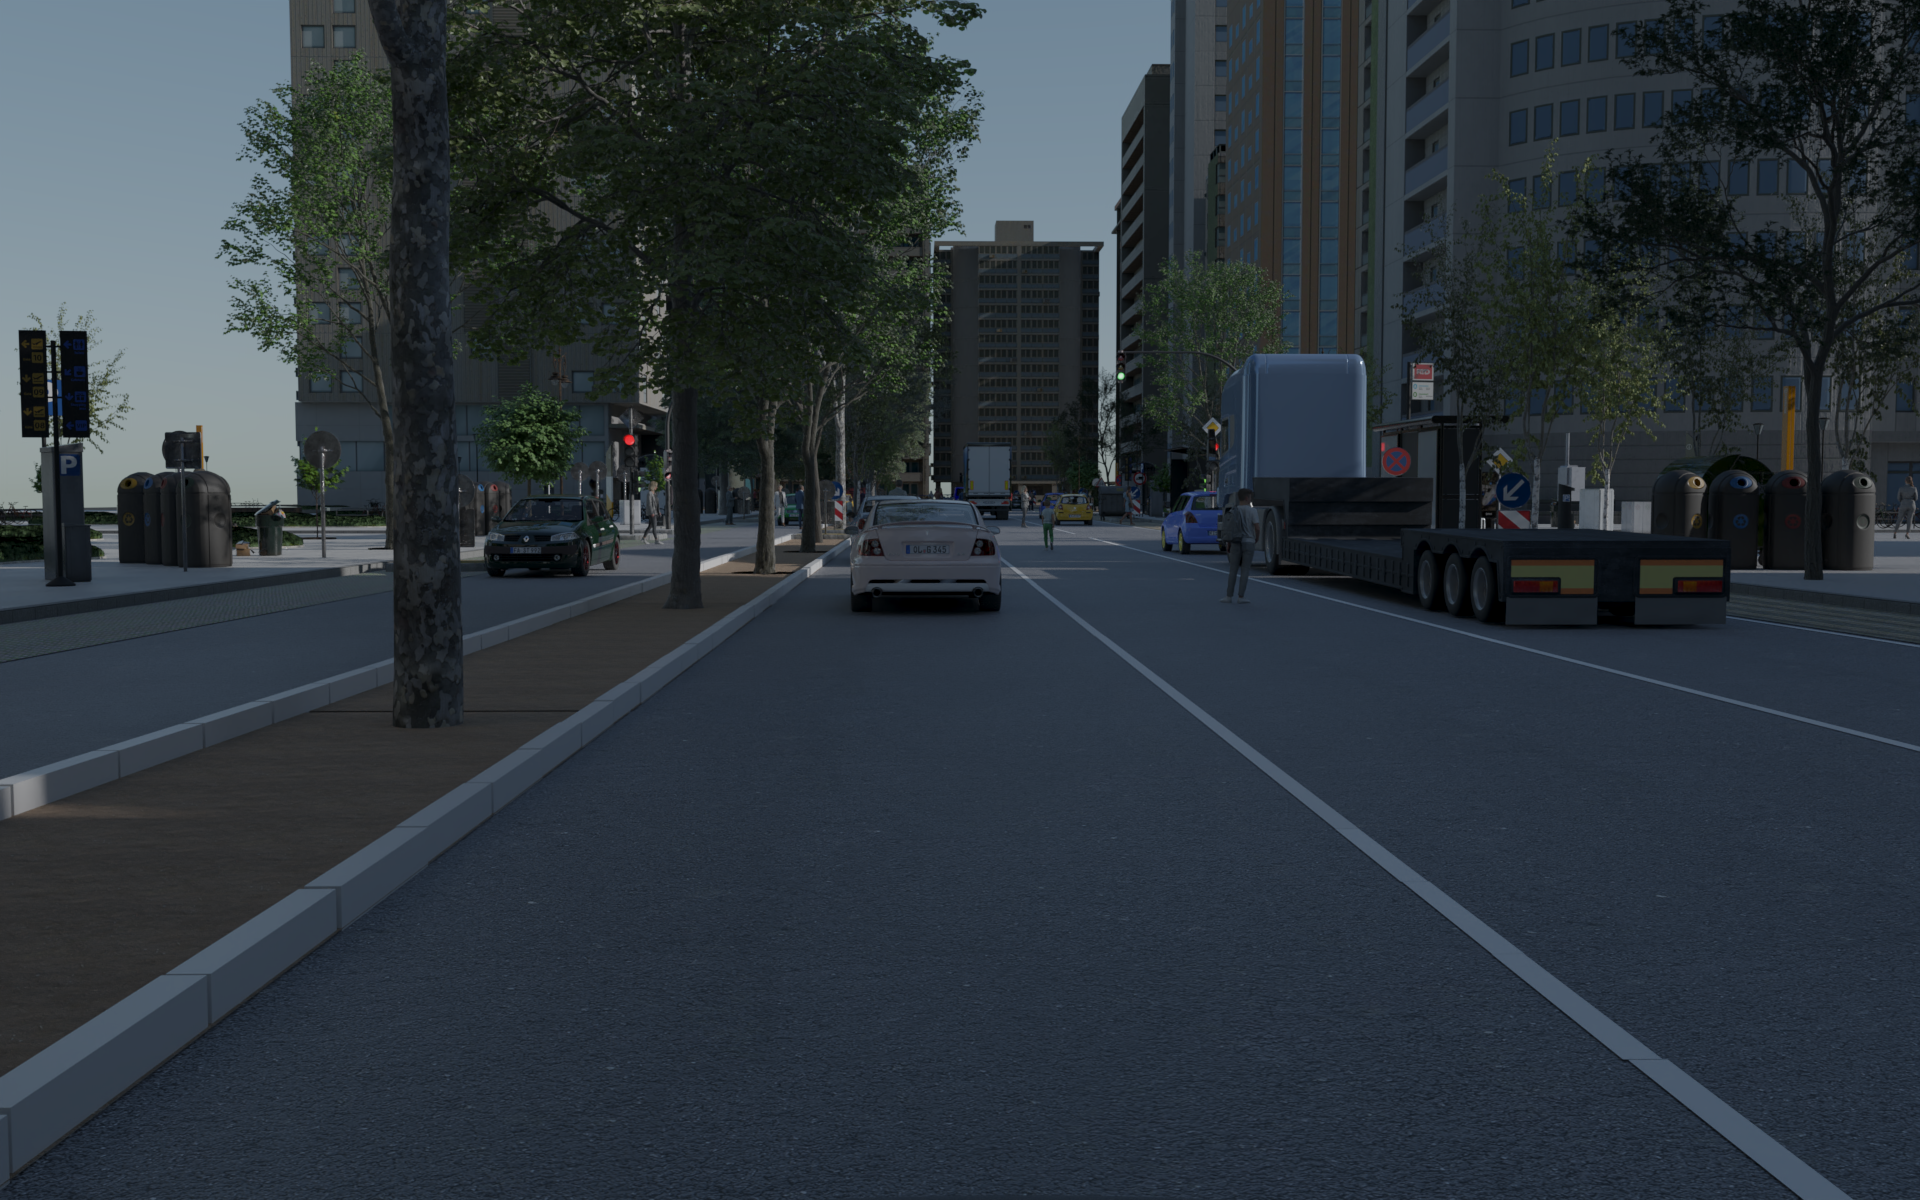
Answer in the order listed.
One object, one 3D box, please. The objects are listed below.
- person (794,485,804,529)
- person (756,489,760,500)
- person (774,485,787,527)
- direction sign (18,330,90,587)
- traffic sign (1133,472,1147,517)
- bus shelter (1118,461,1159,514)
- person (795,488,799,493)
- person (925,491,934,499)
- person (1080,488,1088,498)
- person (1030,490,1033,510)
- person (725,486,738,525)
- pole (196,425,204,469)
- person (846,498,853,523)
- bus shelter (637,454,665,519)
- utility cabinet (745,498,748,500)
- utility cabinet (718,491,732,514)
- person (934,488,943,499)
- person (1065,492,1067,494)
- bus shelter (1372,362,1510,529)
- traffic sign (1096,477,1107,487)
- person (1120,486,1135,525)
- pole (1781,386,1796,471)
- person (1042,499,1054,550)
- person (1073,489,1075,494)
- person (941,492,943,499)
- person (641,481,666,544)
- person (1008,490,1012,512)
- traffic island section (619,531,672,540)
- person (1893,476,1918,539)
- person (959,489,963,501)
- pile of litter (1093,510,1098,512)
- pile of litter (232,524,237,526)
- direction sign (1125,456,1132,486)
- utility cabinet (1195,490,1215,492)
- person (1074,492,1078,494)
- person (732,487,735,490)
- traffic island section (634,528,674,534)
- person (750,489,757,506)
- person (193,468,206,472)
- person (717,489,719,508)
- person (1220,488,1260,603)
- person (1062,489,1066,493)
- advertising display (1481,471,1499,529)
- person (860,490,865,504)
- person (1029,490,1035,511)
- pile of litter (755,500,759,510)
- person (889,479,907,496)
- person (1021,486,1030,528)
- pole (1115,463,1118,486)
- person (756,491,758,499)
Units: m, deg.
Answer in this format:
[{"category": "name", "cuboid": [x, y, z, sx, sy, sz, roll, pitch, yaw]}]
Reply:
[{"category": "person", "cuboid": [-6.392, -3.766, 70.252, 0.721, 1.800, 0.419, 2, 4, 28]}, {"category": "person", "cuboid": [-16.928, -8.538, 146.350, 0.721, 1.735, 1.217, 1, 4, 18]}, {"category": "person", "cuboid": [-7.950, -4.145, 76.152, 0.818, 1.842, 0.514, 3, 5, 41]}, {"category": "direction sign", "cuboid": [-12.536, -1.960, 24.039, 0.876, 3.537, 0.379, -1, 4, -9]}, {"category": "traffic sign", "cuboid": [10.183, -5.998, 98.172, 0.768, 2.556, 0.104, 0, 3, 0]}, {"category": "bus shelter", "cuboid": [11.275, -7.089, 109.833, 2.014, 3.302, 5.546, 0, 4, -1]}, {"category": "person", "cuboid": [-14.967, -9.365, 159.028, 0.709, 1.838, 0.599, 2, 4, 26]}, {"category": "person", "cuboid": [-2.454, -8.472, 147.747, 1.217, 1.736, 0.721, 0, 4, 2]}, {"category": "person", "cuboid": [7.675, -6.112, 108.701, 0.793, 1.790, 0.793, 0, 4, 1]}, {"category": "person", "cuboid": [6.411, -8.962, 155.047, 0.705, 1.821, 1.348, 0, 4, -3]}, {"category": "person", "cuboid": [-10.547, -4.359, 79.946, 0.590, 1.801, 0.661, -1, 4, -10]}, {"category": "pole", "cuboid": [-22.496, -3.515, 51.318, 0.158, 3.312, 0.155, 0, 3, 0]}, {"category": "person", "cuboid": [-5.393, -4.360, 84.476, 0.332, 1.250, 0.352, 2, 4, 33]}, {"category": "bus shelter", "cuboid": [-15.676, -5.906, 90.488, 2.014, 3.302, 5.546, 0, 4, -1]}, {"category": "utility cabinet", "cuboid": [-15.818, -7.082, 124.466, 1.173, 1.500, 0.318, -1, 4, -21]}, {"category": "utility cabinet", "cuboid": [-14.689, -6.063, 107.814, 0.318, 1.500, 1.173, -2, 4, -30]}, {"category": "person", "cuboid": [-1.346, -6.222, 110.196, 0.580, 1.828, 0.573, -1, 4, -16]}, {"category": "person", "cuboid": [12.078, -11.758, 198.279, 0.705, 1.826, 1.348, -3, 5, -42]}, {"category": "bus shelter", "cuboid": [13.472, -4.449, 50.375, 2.179, 5.291, 8.768, 0, 4, -2]}, {"category": "traffic sign", "cuboid": [10.692, -8.012, 131.005, 0.884, 2.594, 0.081, 0, 4, 1]}, {"category": "person", "cuboid": [7.846, -4.415, 80.772, 0.778, 1.811, 0.616, -1, 4, -21]}, {"category": "pole", "cuboid": [15.639, -2.380, 32.755, 0.158, 3.312, 0.155, 0, 3, 0]}, {"category": "person", "cuboid": [2.248, -1.915, 44.056, 0.306, 1.304, 0.590, -1, 4, -8]}, {"category": "person", "cuboid": [12.331, -11.063, 186.887, 0.705, 1.831, 1.348, 0, 4, -1]}, {"category": "person", "cuboid": [-1.724, -8.659, 150.785, 0.721, 1.735, 1.217, 2, 4, 24]}, {"category": "person", "cuboid": [-8.789, -2.500, 49.563, 0.728, 1.800, 0.709, 1, 4, 11]}, {"category": "person", "cuboid": [4.049, -8.085, 140.629, 0.705, 1.831, 1.348, -1, 4, -10]}, {"category": "traffic island section", "cuboid": [-10.417, -1.996, 54.910, 2.009, 0.180, 2.903, 0, 4, -1]}, {"category": "person", "cuboid": [27.074, -2.647, 49.589, 0.520, 1.790, 0.573, 1, 4, 11]}, {"category": "person", "cuboid": [0.233, -7.842, 136.902, 0.721, 1.800, 0.419, -1, 4, -20]}, {"category": "pile of litter", "cuboid": [10.038, -6.577, 121.504, 1.176, 0.858, 1.719, -2, 4, -30]}, {"category": "pile of litter", "cuboid": [-27.810, -3.100, 64.655, 1.719, 0.858, 1.176, 0, 4, -6]}, {"category": "direction sign", "cuboid": [10.011, -6.796, 103.115, 0.379, 3.537, 0.876, 2, 4, 31]}, {"category": "utility cabinet", "cuboid": [11.919, -4.638, 84.516, 0.318, 1.500, 1.173, -2, 4, -32]}, {"category": "person", "cuboid": [11.738, -10.313, 175.174, 1.217, 1.766, 0.721, 3, 5, 39]}, {"category": "person", "cuboid": [-18.210, -8.150, 139.305, 1.348, 1.824, 0.705, 0, 4, 5]}, {"category": "traffic island section", "cuboid": [-10.610, -2.484, 62.892, 2.009, 0.180, 2.903, 0, 4, -1]}, {"category": "person", "cuboid": [-17.636, -8.639, 148.015, 0.721, 1.743, 1.217, 1, 4, 17]}, {"category": "person", "cuboid": [-14.949, -1.695, 33.942, 0.728, 1.800, 0.709, -3, 5, -41]}, {"category": "person", "cuboid": [-22.520, -9.481, 161.787, 0.721, 1.736, 1.217, -1, 4, -11]}, {"category": "person", "cuboid": [3.669, -0.714, 22.774, 0.503, 1.515, 0.523, 0, 4, -7]}, {"category": "person", "cuboid": [6.515, -6.200, 110.222, 0.623, 1.781, 0.721, 3, 5, 41]}, {"category": "advertising display", "cuboid": [15.197, -2.716, 49.628, 0.123, 1.923, 0.974, -1, 4, -9]}, {"category": "person", "cuboid": [-8.336, -8.370, 145.791, 0.568, 1.767, 0.683, 2, 4, 32]}, {"category": "person", "cuboid": [6.203, -8.617, 149.914, 0.617, 1.759, 0.750, 1, 4, 14]}, {"category": "pile of litter", "cuboid": [-15.937, -7.502, 136.620, 1.719, 0.858, 1.176, 1, 4, 17]}, {"category": "person", "cuboid": [-1.558, -2.207, 44.685, 0.635, 1.810, 0.391, 1, 4, 21]}, {"category": "person", "cuboid": [2.850, -4.018, 74.374, 0.526, 1.800, 0.537, 3, 4, 39]}, {"category": "pole", "cuboid": [10.270, -7.324, 113.583, 0.158, 3.312, 0.155, 0, 3, 0]}, {"category": "person", "cuboid": [-22.650, -11.452, 193.835, 0.990, 1.755, 0.434, 2, 4, 24]}]
